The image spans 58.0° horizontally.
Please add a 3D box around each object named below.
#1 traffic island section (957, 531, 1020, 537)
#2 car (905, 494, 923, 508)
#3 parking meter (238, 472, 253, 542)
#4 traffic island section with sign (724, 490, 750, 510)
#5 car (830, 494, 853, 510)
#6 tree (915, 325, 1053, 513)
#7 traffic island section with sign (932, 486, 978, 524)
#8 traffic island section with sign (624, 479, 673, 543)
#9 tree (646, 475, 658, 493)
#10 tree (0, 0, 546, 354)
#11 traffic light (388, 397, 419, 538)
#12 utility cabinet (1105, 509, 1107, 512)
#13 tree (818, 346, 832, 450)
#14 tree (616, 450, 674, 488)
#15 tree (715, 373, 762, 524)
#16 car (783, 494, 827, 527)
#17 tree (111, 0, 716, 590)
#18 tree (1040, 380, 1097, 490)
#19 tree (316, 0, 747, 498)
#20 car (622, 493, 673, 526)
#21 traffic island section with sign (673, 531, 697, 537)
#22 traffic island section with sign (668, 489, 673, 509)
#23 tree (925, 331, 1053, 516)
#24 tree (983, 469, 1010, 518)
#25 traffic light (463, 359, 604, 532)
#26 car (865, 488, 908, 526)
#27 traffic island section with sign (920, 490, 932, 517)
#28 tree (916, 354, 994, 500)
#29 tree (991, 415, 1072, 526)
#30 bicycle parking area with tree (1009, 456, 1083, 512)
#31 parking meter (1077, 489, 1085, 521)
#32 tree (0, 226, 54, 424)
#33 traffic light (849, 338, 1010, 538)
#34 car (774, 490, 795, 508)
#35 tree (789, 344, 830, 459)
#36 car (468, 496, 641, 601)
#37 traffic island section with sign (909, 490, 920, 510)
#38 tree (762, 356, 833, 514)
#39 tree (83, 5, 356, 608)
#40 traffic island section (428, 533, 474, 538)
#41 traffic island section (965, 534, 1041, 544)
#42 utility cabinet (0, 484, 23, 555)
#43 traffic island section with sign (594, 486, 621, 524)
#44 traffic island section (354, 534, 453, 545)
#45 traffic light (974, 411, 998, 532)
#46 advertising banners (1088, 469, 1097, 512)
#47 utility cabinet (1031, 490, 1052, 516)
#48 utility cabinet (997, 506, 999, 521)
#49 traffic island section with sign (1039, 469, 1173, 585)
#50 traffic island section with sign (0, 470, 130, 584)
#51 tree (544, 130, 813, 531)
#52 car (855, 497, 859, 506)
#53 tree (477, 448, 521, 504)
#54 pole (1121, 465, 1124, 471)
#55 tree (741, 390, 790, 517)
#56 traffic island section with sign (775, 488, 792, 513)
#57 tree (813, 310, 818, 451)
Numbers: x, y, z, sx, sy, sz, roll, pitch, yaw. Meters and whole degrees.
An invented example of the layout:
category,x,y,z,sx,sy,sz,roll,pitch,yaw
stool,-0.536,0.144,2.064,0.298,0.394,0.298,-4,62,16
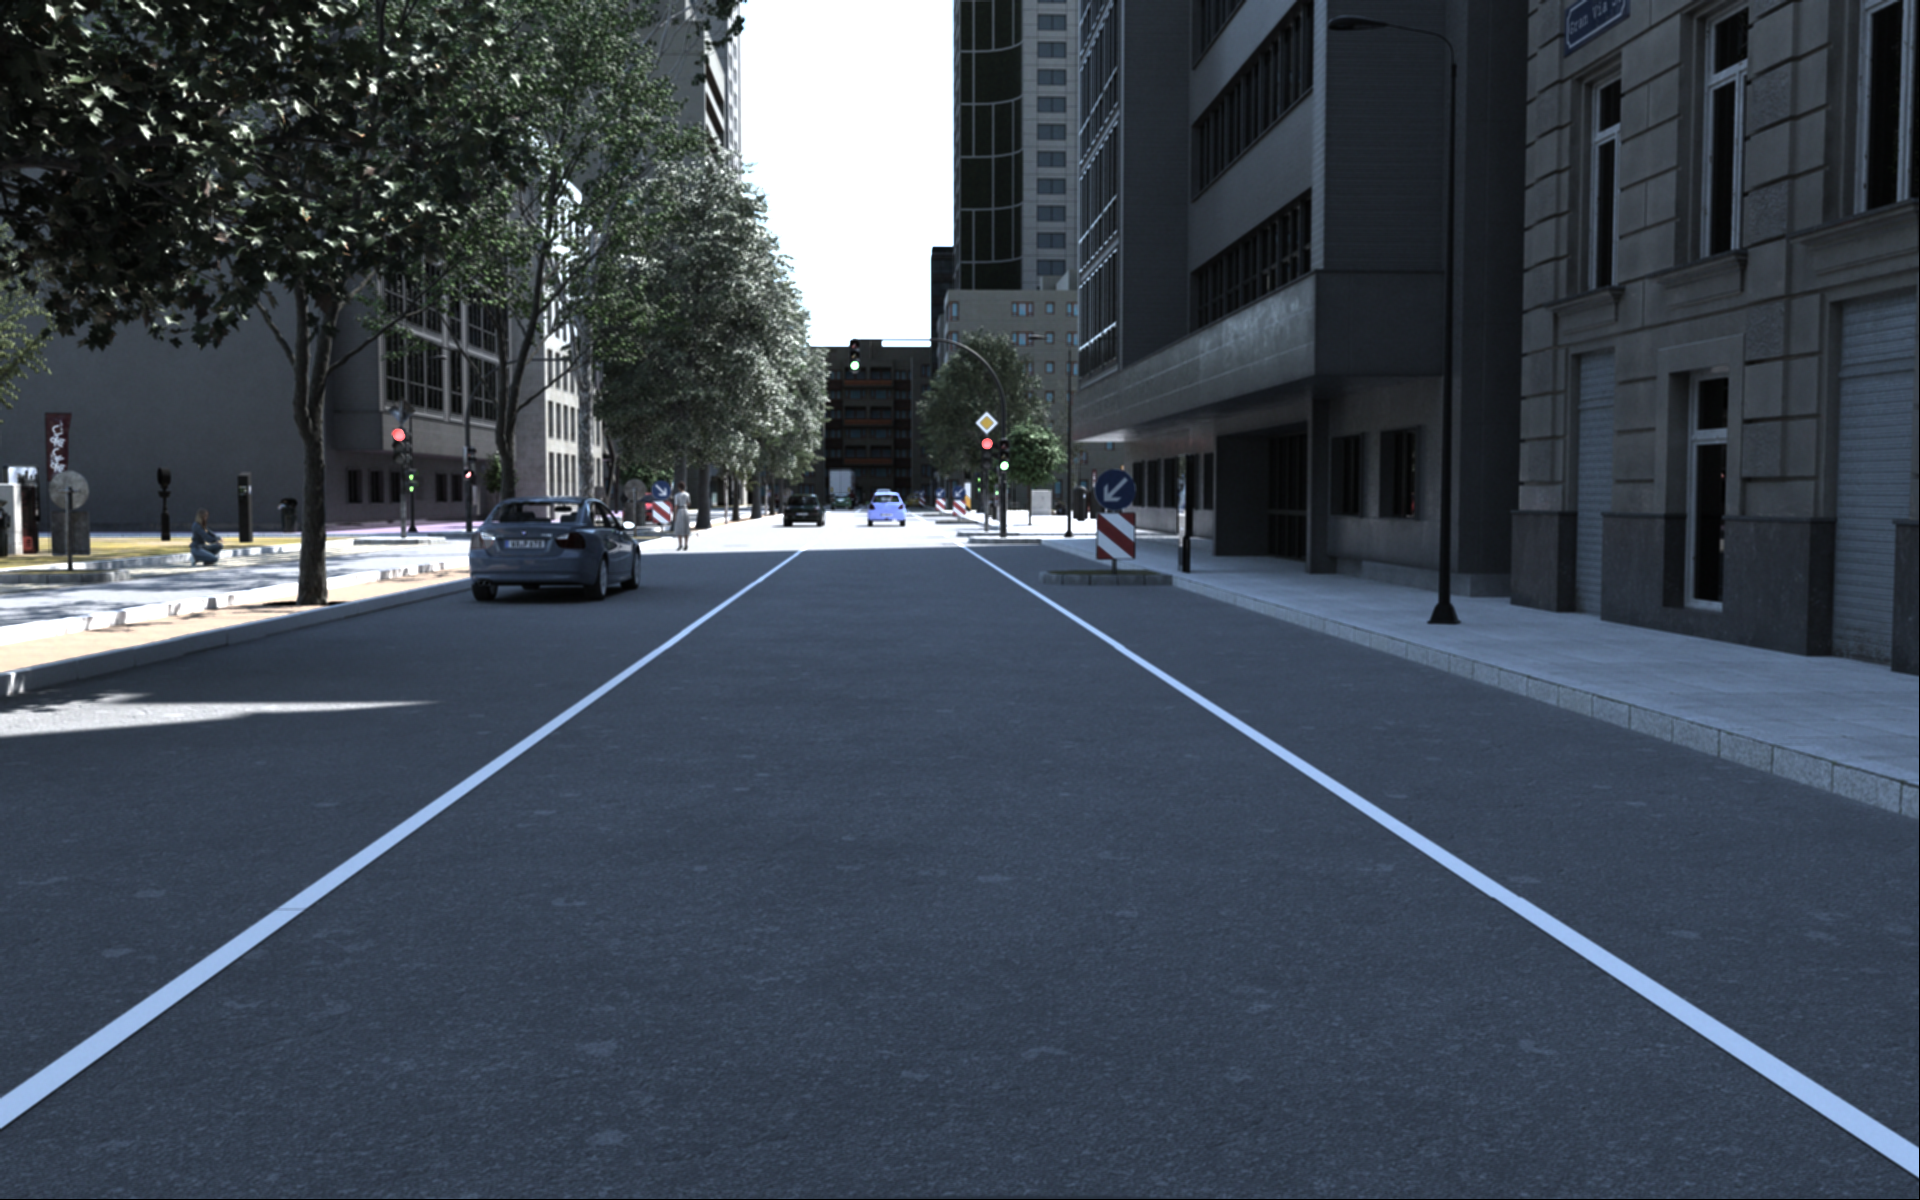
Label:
category,x,y,z,sx,sy,sz,roll,pitch,yaw
traffic island section,0.927,-2.242,58.938,2.009,0.180,2.903,0,4,-3
car,-4.788,-10.480,181.564,2.015,1.641,3.980,0,4,-3
parking meter,-19.017,-2.469,46.081,0.255,1.863,0.399,0,4,-6
traffic island section with sign,-20.764,-9.267,160.145,1.989,1.847,2.006,0,4,-3
car,-10.647,-8.800,155.675,2.131,1.459,4.920,0,4,-2
tree,1.578,-12.286,117.888,9.611,12.733,9.660,0,3,0
traffic island section with sign,-0.185,-4.580,83.512,1.989,1.847,2.006,0,4,-3
traffic island section with sign,-9.608,-2.604,50.711,2.006,1.907,1.989,0,4,-3
tree,-21.982,-7.936,124.355,1.663,3.219,1.824,0,3,0
tree,-8.141,-5.654,11.915,9.611,12.733,9.660,0,3,0
traffic light,-16.097,-3.739,50.051,0.839,4.253,0.868,0,4,-3
utility cabinet,7.553,-4.987,92.692,1.020,1.237,0.306,-2,4,-25
tree,-11.824,-11.674,99.976,9.857,13.997,8.962,0,3,0
tree,-23.009,-9.002,130.896,4.285,4.588,4.351,0,3,0
tree,-10.943,-7.838,80.965,4.737,8.622,4.395,0,3,0
car,-6.943,-4.133,77.360,2.009,1.686,4.222,0,4,-2
tree,-8.336,-6.337,31.819,9.928,11.665,9.643,0,3,0
tree,7.035,-9.713,109.168,4.360,8.622,3.978,0,3,0
tree,-10.526,-11.308,43.234,12.611,20.169,13.585,0,3,0
car,-14.345,-4.318,79.642,2.155,1.783,4.494,0,4,-1
traffic island section with sign,-9.931,-3.057,58.112,2.006,1.907,1.989,0,4,-3
traffic island section with sign,-18.505,-6.202,110.034,1.989,1.847,2.006,0,4,-3
tree,1.525,-10.118,99.838,8.767,10.594,7.601,2,4,31
tree,1.795,-6.035,93.267,1.663,3.219,1.824,0,3,0
traffic light,-14.370,-5.106,58.157,4.771,5.953,1.251,0,4,-3
car,-3.313,-4.179,77.910,1.945,1.707,3.694,0,4,-3
traffic island section with sign,-1.385,-6.227,110.441,1.989,1.847,2.006,0,4,-3
tree,-0.150,-13.582,140.186,7.486,12.596,7.792,0,3,0
tree,2.930,-5.323,70.748,4.285,4.588,4.351,0,3,0
bicycle parking area with tree,6.453,-8.774,130.460,8.231,4.147,9.016,2,4,35
parking meter,5.706,-4.473,81.540,0.372,1.533,0.369,0,3,0
tree,-25.657,-5.810,45.363,4.737,8.622,4.395,0,3,0
traffic light,-0.840,-4.645,50.611,4.771,5.953,1.251,0,4,-3
car,-17.818,-10.316,177.337,2.281,1.827,5.304,0,4,-2
tree,-11.512,-9.852,89.289,9.928,11.665,9.643,0,3,0
car,-5.698,-0.771,24.616,2.014,1.417,4.499,0,4,-1
traffic island section with sign,-3.653,-9.294,160.590,1.989,1.847,2.006,0,4,-3
tree,-12.885,-12.416,123.579,7.486,12.596,7.792,0,3,0
tree,-8.211,-5.724,21.805,9.928,11.665,9.643,0,3,0
traffic island section,-16.497,-2.195,58.161,2.009,0.180,2.903,0,4,-3
traffic island section,1.287,-1.754,50.961,2.009,0.180,2.903,0,4,-3
utility cabinet,-20.288,-1.685,36.229,1.173,1.500,0.318,0,4,1
traffic island section with sign,-17.273,-4.534,82.755,1.989,1.847,2.006,0,4,-3
traffic island section,-16.137,-1.707,50.184,2.009,0.180,2.903,0,4,-3
traffic light,0.887,-4.275,58.823,0.839,4.253,0.868,0,4,-3
advertising banners,9.066,-7.729,122.551,0.090,3.025,2.074,-2,4,-30
utility cabinet,4.714,-5.607,100.345,1.173,1.500,0.318,0,4,0
utility cabinet,1.966,-4.463,81.647,0.318,1.500,1.173,1,4,11
traffic island section with sign,2.312,-1.192,28.120,1.989,1.847,2.006,0,4,-3
traffic island section with sign,-14.831,-1.208,28.377,1.989,1.847,2.006,0,4,-3
tree,-10.070,-9.330,61.651,9.857,13.997,8.962,0,3,0
car,-13.098,-11.909,207.075,2.083,1.381,4.827,0,4,-3
tree,-19.080,-4.701,71.460,1.663,3.219,1.824,0,3,0
pole,11.525,-7.907,123.128,0.158,3.312,0.155,0,3,0
tree,-12.070,-9.473,107.699,4.360,8.622,3.978,0,3,0
traffic island section with sign,-13.322,-7.648,133.174,2.006,1.907,1.989,0,4,-3
tree,-10.672,-9.936,71.572,9.857,13.997,8.962,0,3,0
